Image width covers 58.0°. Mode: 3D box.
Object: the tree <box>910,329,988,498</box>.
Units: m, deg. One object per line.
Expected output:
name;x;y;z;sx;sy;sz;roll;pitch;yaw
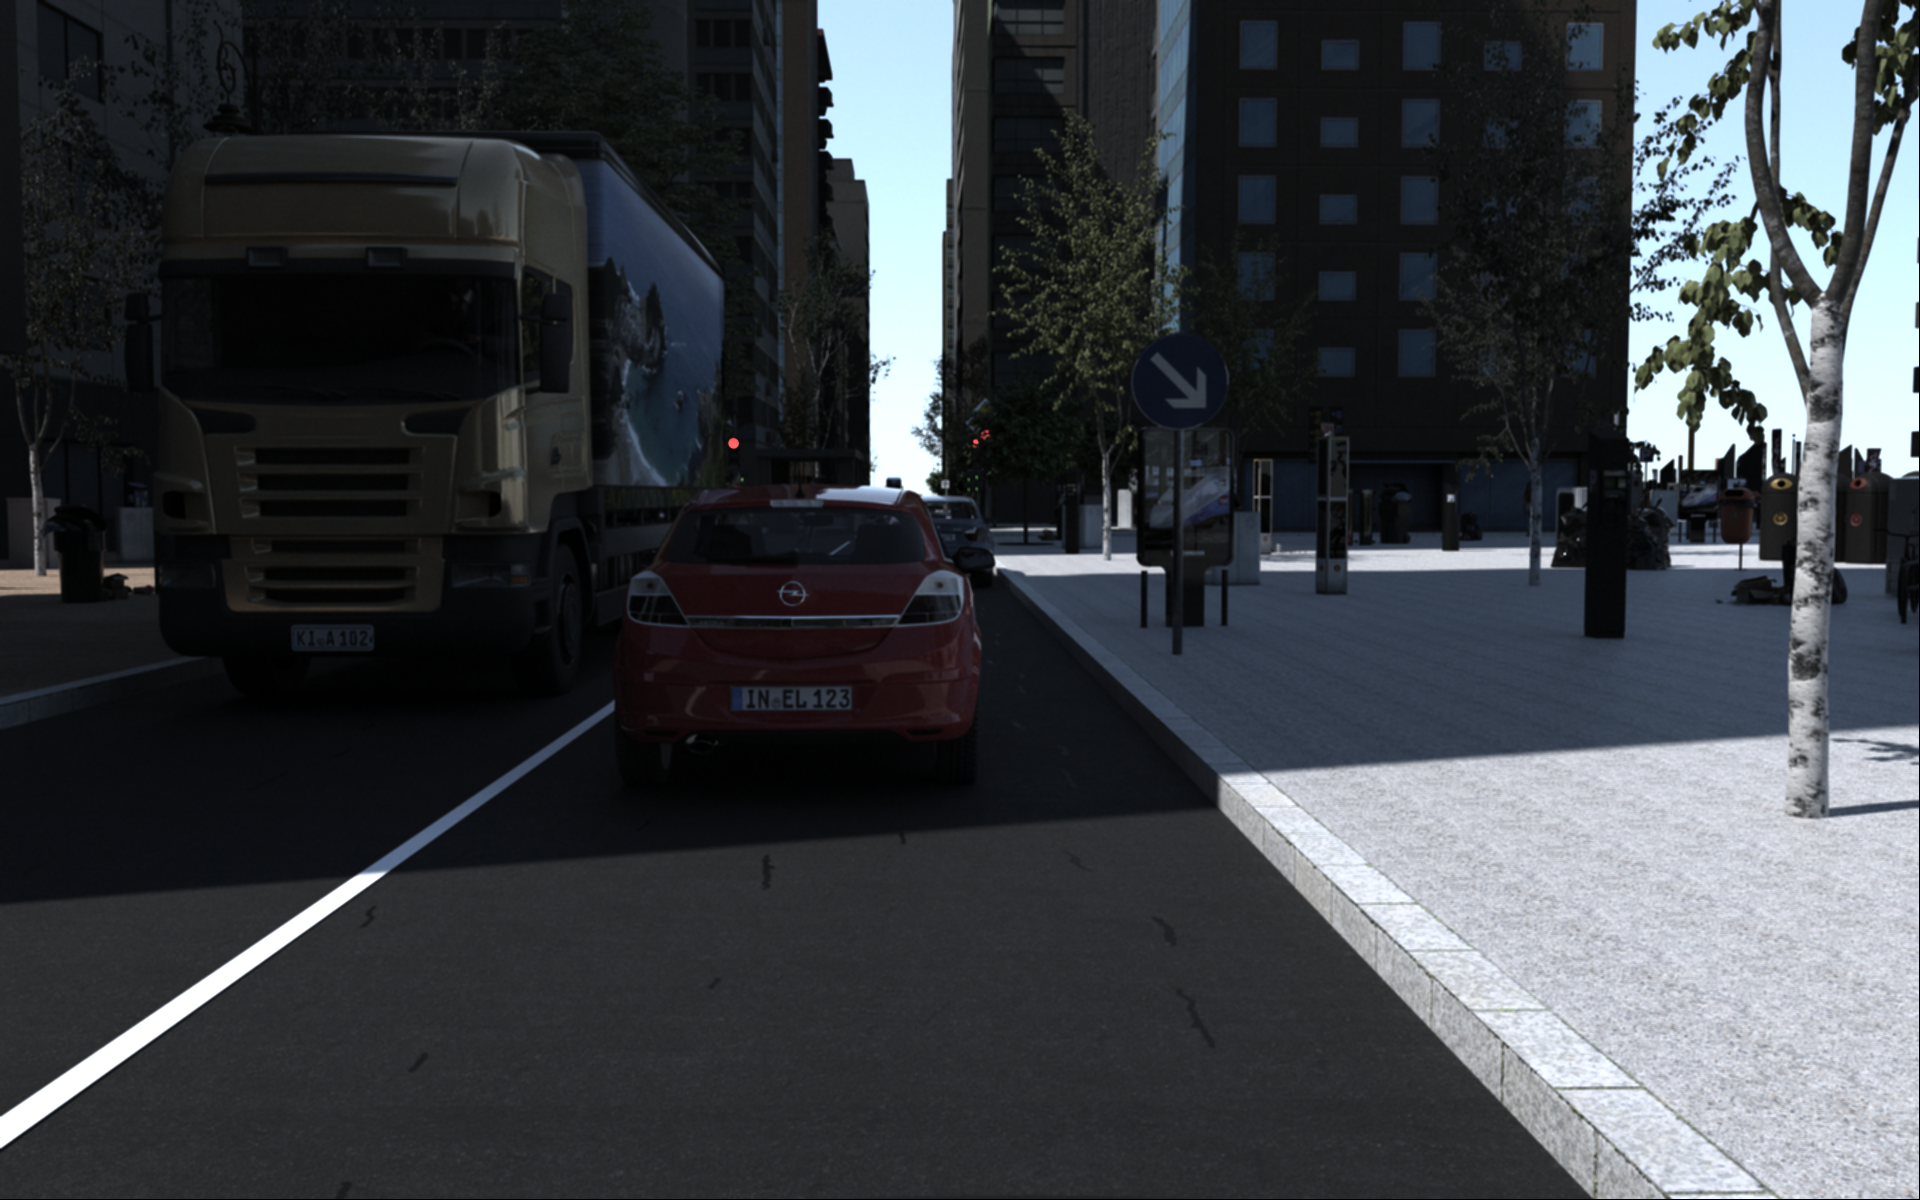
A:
tree;0.783;-9.974;97.482;7.601;10.594;8.767;-1;4;-10

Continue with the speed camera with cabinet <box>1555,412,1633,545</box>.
speed camera with cabinet;15.199;-2.899;41.730;0.660;3.252;2.038;-1;4;-15

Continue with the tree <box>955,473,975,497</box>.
tree;0.116;-8.651;136.044;1.663;3.219;1.824;0;3;0

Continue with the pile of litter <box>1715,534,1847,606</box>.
pile of litter;9.682;-0.395;20.419;1.719;0.858;1.176;0;4;-8

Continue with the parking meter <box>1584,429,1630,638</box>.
parking meter;5.776;-0.597;15.469;0.255;1.863;0.399;0;4;1

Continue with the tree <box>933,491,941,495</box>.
tree;-3.280;-15.088;241.293;1.663;3.219;1.824;0;3;0

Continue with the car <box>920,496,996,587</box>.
car;-0.399;-0.980;28.028;2.014;1.417;4.499;0;4;-2

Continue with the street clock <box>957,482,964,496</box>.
street clock;0.040;-6.237;106.552;0.471;2.002;0.358;0;4;6

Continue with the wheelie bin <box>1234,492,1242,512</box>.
wheelie bin;4.127;-1.232;28.045;0.693;1.594;0.980;-1;4;-21

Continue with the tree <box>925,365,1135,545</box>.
tree;1.758;-3.677;43.841;4.285;4.588;4.351;0;3;0

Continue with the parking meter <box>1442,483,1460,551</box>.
parking meter;11.091;-1.878;39.108;0.372;1.533;0.369;0;3;0

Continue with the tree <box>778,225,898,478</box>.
tree;-10.956;-16.433;124.575;12.611;20.169;13.585;0;3;0

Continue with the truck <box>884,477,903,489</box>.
truck;-10.678;-17.804;280.851;2.967;4.110;18.799;0;4;-2

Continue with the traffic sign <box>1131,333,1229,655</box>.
traffic sign;1.742;-0.837;13.799;0.768;2.556;0.104;0;4;5

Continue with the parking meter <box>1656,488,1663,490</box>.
parking meter;29.327;-3.940;72.836;0.372;1.533;0.369;0;3;0

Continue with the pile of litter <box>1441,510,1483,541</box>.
pile of litter;13.809;-2.074;47.876;1.719;0.858;1.176;-3;5;-40

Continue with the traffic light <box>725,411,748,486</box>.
traffic light;-7.577;-4.248;58.383;0.839;4.253;0.868;0;4;-1

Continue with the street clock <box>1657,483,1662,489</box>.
street clock;44.631;-6.496;110.772;0.358;2.002;0.471;-3;5;-44

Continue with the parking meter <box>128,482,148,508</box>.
parking meter;-17.207;-1.705;36.280;0.372;1.533;0.369;0;3;0

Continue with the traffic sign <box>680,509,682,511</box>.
traffic sign;-7.392;-2.805;45.961;0.768;2.556;0.104;0;4;2

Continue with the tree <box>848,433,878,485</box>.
tree;-11.839;-15.811;208.866;4.360;8.622;3.978;0;3;0

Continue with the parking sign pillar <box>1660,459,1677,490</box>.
parking sign pillar;54.278;-8.826;132.771;1.447;3.967;1.447;-1;4;-22

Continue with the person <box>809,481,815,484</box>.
person;-3.674;-1.942;40.924;0.598;1.740;0.731;2;4;28

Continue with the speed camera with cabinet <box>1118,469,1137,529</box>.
speed camera with cabinet;6.511;-4.330;65.129;0.660;3.252;2.038;1;4;23

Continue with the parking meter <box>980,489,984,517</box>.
parking meter;1.262;-5.048;90.946;0.372;1.533;0.369;0;3;0

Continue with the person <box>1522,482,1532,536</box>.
person;17.804;-2.782;53.996;0.555;1.821;0.388;2;4;32

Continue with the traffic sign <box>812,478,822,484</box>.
traffic sign;-8.827;-6.409;106.916;0.606;2.300;0.079;0;4;3

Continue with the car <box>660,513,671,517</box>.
car;-11.212;-2.564;54.282;4.827;1.381;2.083;0;4;-1

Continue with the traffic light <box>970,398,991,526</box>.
traffic light;0.725;-3.773;50.612;0.839;4.253;0.868;0;4;-1

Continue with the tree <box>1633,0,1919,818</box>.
tree;3.609;-3.448;6.741;4.737;8.622;4.395;0;3;0

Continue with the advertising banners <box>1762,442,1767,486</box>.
advertising banners;27.546;-3.836;58.904;0.090;3.025;2.074;3;5;40

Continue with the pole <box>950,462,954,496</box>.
pole;-0.506;-7.201;111.575;0.158;3.312;0.155;0;3;0

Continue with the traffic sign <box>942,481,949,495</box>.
traffic sign;-1.086;-7.764;129.070;0.606;2.300;0.079;0;4;8

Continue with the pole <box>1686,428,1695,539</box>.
pole;20.714;-3.380;49.104;0.158;3.312;0.155;0;3;0

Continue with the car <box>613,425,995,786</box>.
car;-0.844;-0.060;10.022;2.155;1.783;4.494;0;4;-2

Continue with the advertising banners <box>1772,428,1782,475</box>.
advertising banners;21.866;-3.024;45.627;0.090;3.025;2.074;0;4;-1

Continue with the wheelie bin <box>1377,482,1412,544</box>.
wheelie bin;11.268;-2.260;44.866;0.693;1.594;0.980;-3;5;-43

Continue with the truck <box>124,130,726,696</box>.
truck;-4.008;-1.638;15.701;2.839;4.237;11.283;0;4;-1

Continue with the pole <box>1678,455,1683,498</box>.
pole;37.694;-5.922;90.675;0.158;3.312;0.155;0;3;0

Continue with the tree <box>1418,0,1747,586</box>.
tree;8.105;-4.491;23.796;4.360;8.622;3.978;0;3;0

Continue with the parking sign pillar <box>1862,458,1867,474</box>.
parking sign pillar;52.862;-6.915;101.539;1.447;3.967;1.447;-3;5;-42

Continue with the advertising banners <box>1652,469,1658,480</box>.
advertising banners;49.023;-7.621;120.792;2.074;3.025;0.090;-1;4;-21

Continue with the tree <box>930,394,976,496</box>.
tree;-0.180;-10.672;124.846;4.360;8.622;3.978;0;3;0

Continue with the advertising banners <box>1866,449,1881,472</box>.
advertising banners;34.009;-4.274;66.069;2.074;3.025;0.090;0;4;8

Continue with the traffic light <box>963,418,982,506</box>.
traffic light;0.531;-4.261;58.595;0.839;4.253;0.868;0;4;-1

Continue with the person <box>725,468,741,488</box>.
person;-2.967;-0.881;23.252;0.599;1.781;0.374;0;4;4

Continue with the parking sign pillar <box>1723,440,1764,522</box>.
parking sign pillar;36.508;-5.599;80.021;1.447;3.967;1.447;-2;4;-28

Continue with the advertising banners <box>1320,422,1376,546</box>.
advertising banners;9.600;-2.858;42.917;2.074;3.025;0.090;-3;4;-37

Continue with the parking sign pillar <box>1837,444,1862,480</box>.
parking sign pillar;47.794;-6.464;94.159;1.447;3.967;1.447;-3;5;-42

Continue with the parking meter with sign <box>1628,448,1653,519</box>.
parking meter with sign;25.046;-4.177;64.563;1.738;3.016;0.543;-2;4;-33

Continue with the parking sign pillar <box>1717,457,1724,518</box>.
parking sign pillar;40.631;-6.328;91.937;1.447;3.967;1.447;-3;5;-43

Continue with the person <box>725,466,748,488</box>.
person;-3.734;-1.294;29.022;0.648;1.900;0.474;-3;5;-42

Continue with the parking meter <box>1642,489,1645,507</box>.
parking meter;33.912;-4.762;86.271;0.372;1.533;0.369;0;3;0

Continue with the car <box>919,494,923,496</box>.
car;-2.893;-5.939;107.324;2.015;1.641;3.980;0;4;-3

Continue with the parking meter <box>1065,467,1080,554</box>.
parking meter;2.410;-1.920;37.099;0.255;1.863;0.399;1;4;12

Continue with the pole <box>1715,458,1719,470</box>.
pole;43.029;-6.402;98.516;0.158;3.312;0.155;0;3;0

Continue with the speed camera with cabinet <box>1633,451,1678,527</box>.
speed camera with cabinet;27.328;-4.542;68.596;2.038;3.252;0.660;1;4;15

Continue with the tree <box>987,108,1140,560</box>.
tree;2.742;-5.056;33.034;4.737;8.622;4.395;0;3;0

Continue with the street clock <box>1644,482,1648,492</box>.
street clock;39.687;-5.851;100.226;0.358;2.002;0.471;1;4;9

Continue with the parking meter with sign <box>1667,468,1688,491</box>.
parking meter with sign;48.562;-7.445;117.979;1.738;3.016;0.543;2;4;31
